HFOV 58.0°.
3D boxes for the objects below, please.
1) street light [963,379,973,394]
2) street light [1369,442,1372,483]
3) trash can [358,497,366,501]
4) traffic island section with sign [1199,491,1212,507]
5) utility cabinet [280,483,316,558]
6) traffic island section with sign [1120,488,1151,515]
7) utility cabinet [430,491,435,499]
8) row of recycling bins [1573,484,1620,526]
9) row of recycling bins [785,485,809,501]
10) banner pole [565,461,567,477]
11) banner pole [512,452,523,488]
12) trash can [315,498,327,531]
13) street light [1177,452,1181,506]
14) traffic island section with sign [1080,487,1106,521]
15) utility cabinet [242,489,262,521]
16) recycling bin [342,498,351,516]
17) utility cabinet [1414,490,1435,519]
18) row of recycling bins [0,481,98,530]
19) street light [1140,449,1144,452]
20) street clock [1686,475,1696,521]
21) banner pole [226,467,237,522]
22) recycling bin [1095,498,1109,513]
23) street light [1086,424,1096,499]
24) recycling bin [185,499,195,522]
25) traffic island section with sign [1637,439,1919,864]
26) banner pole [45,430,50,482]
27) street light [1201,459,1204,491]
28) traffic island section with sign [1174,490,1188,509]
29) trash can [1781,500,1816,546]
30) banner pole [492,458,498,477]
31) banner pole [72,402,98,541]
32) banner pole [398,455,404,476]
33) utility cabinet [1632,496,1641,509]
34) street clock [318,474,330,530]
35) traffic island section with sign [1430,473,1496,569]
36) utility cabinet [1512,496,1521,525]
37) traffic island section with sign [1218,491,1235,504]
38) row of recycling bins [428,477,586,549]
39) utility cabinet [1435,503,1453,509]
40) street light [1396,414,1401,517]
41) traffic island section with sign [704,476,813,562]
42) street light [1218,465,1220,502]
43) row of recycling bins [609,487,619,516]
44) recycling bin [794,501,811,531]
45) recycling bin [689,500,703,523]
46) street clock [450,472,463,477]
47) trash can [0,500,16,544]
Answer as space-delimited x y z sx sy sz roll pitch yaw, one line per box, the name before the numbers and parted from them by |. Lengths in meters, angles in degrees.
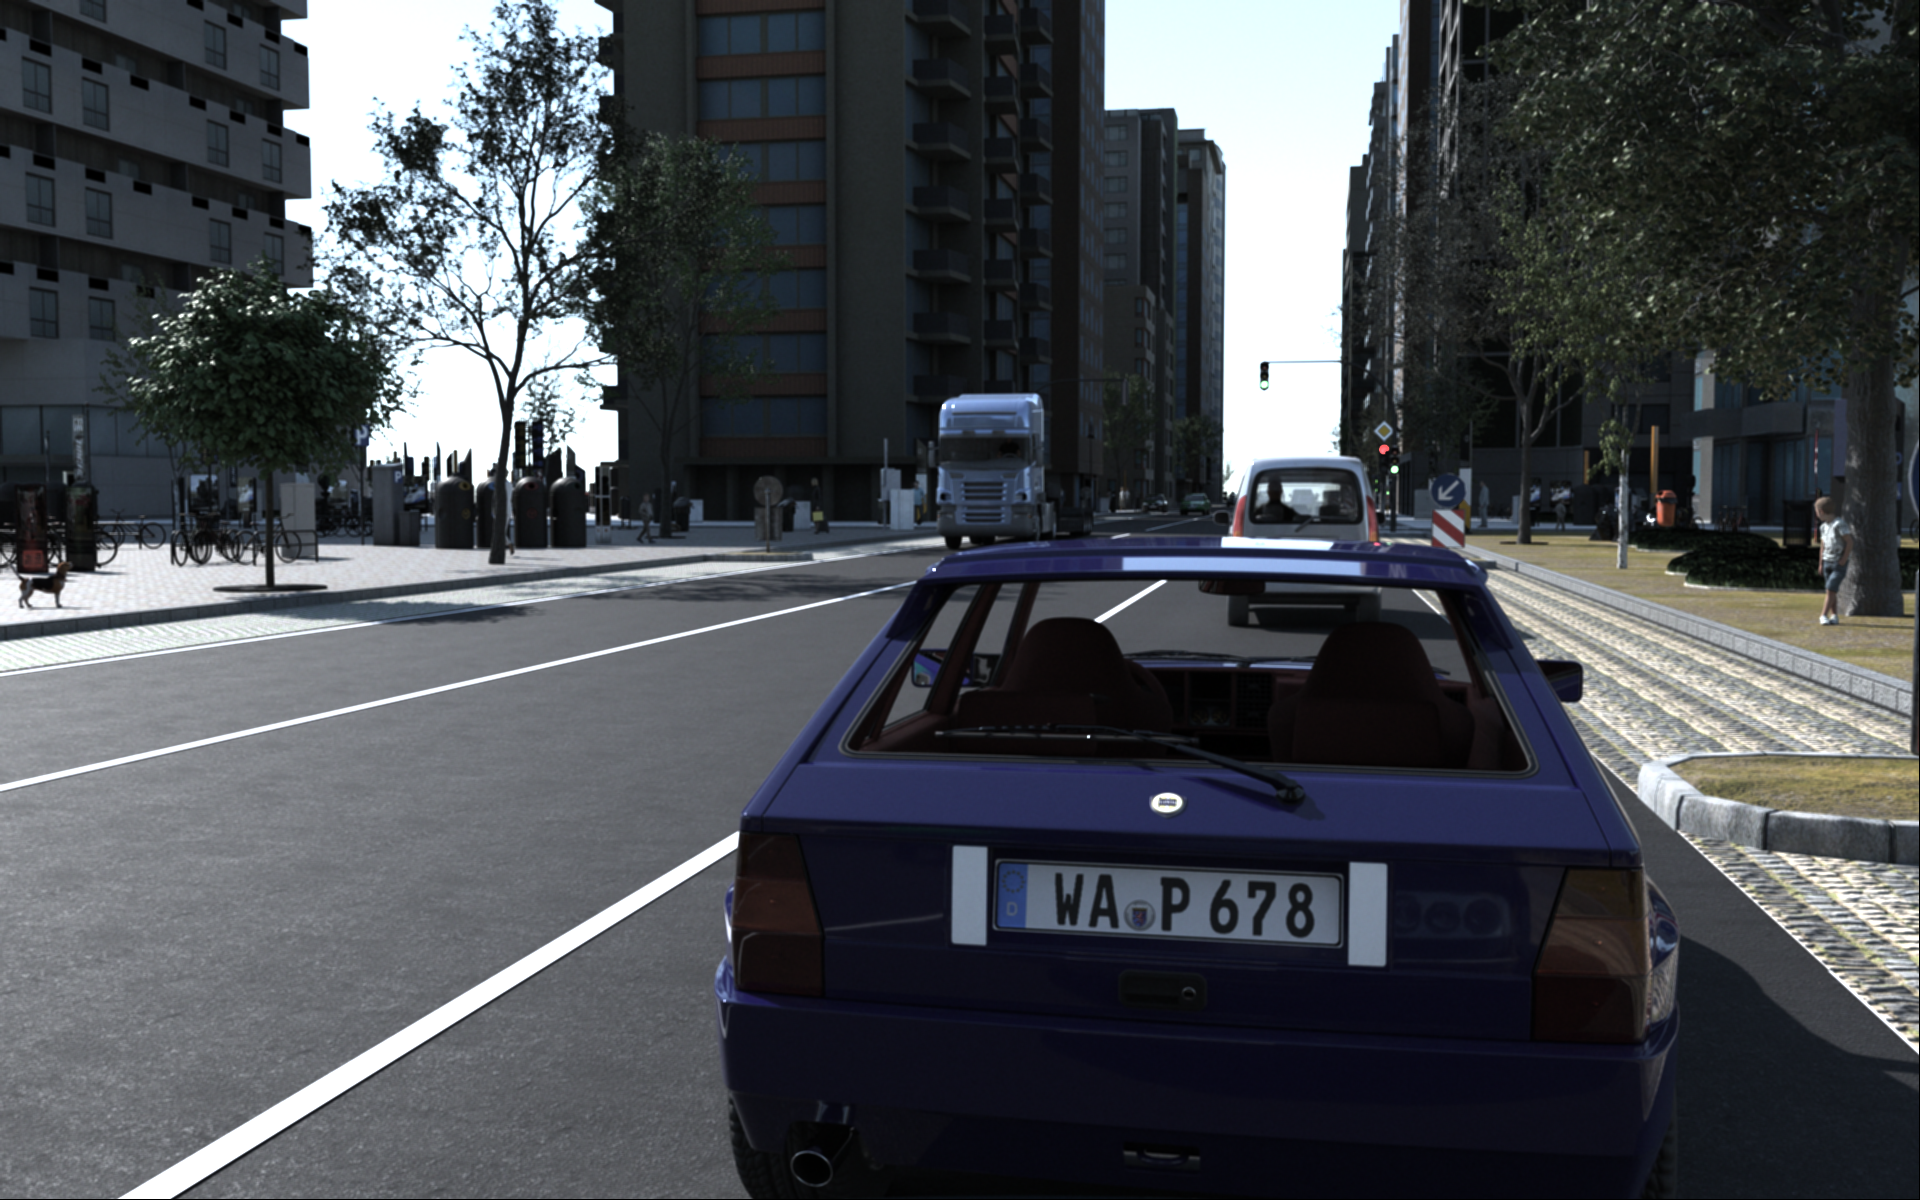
street light | 0.337 -5.931 69.757 0.468 5.910 1.993 1 4 11
street light | 32.638 -10.098 137.892 0.468 5.910 1.993 1 4 11
trash can | -33.433 -5.187 96.463 0.748 1.137 0.748 0 3 0
traffic island section with sign | 27.109 -11.308 193.521 1.989 1.847 2.006 1 4 11
utility cabinet | -13.319 -1.599 34.829 0.318 1.500 1.173 0 4 -2
traffic island section with sign | 11.992 -6.699 118.164 1.989 1.847 2.006 1 4 11
utility cabinet | -36.305 -6.831 120.365 1.173 1.500 0.318 2 4 25
row of recycling bins | 26.596 -3.948 71.656 3.534 1.692 1.069 -3 5 -40
row of recycling bins | -7.345 -4.338 78.036 1.069 1.692 3.534 0 4 -2
banner pole | -29.159 -8.500 128.995 0.401 3.779 0.863 2 4 28
banner pole | -23.048 -6.141 90.427 0.863 3.779 0.401 2 4 23
trash can | -22.207 -2.939 59.708 0.748 1.137 0.748 0 3 0
street light | 23.304 -12.950 184.520 0.468 5.910 1.993 1 4 11
traffic island section with sign | 6.681 -5.083 91.735 1.989 1.847 2.006 1 4 11
utility cabinet | -32.839 -4.381 80.308 0.318 1.500 1.173 1 4 9
recycling bin | -35.406 -5.315 99.450 0.722 1.027 0.722 2 4 25
utility cabinet | 23.263 -4.751 86.350 1.173 1.500 0.318 3 4 37
row of recycling bins | -28.145 -2.831 53.398 3.534 1.692 1.069 1 4 17
street light | 15.339 -10.527 144.902 0.468 5.910 1.993 1 4 11
street clock | 28.021 -3.785 66.450 0.358 2.002 0.471 3 4 38
banner pole | -33.779 -5.519 80.245 0.401 3.779 0.863 2 4 24
recycling bin | 9.659 -6.421 117.529 0.722 1.027 0.722 -2 4 -24
street light | 8.267 -8.359 109.460 0.468 5.910 1.993 1 4 11
recycling bin | -36.040 -4.167 80.679 0.722 1.027 0.722 -2 4 -26
traffic island section with sign | 4.097 0.067 7.531 1.989 1.847 2.006 1 4 11
banner pole | -35.685 -4.756 67.786 0.401 3.779 0.863 -1 4 -18
street light | 31.673 -15.509 226.366 0.468 5.910 1.993 1 4 11
traffic island section with sign | 21.648 -9.647 166.348 1.989 1.847 2.006 1 4 11
trash can | 19.694 -1.778 40.721 0.748 1.137 0.748 0 3 0
banner pole | -32.171 -7.957 120.117 0.401 3.779 0.863 1 4 23
banner pole | -24.043 -3.517 47.518 0.863 3.779 0.401 2 4 27
banner pole | -36.007 -7.438 111.623 0.401 3.779 0.863 1 4 11
utility cabinet | 29.153 -3.932 75.457 0.306 1.237 1.020 -2 4 -32
street clock | -22.381 -3.457 61.090 0.358 2.002 0.471 2 4 27
traffic island section with sign | 9.414 -1.553 34.022 1.989 1.847 2.006 1 4 11
utility cabinet | 23.643 -3.784 73.036 0.306 1.237 1.020 3 5 43
traffic island section with sign | 38.048 -14.640 247.994 1.989 1.847 2.006 1 4 11
row of recycling bins | -10.745 -2.099 41.438 3.534 1.692 1.069 -2 4 -27
utility cabinet | 23.640 -4.489 84.558 0.306 1.237 1.020 -2 4 -26
street light | 24.591 -7.637 97.645 0.468 5.910 1.993 1 4 11
traffic island section with sign | -4.249 -1.749 37.225 1.989 1.847 2.006 1 4 11
street light | 39.853 -17.988 266.891 0.468 5.910 1.993 1 4 11
row of recycling bins | -20.982 -5.908 103.703 1.069 1.692 3.534 -2 4 -25
recycling bin | -5.683 -2.969 61.094 0.722 1.027 0.722 -1 4 -15
recycling bin | -11.989 -3.985 77.717 0.722 1.027 0.722 -2 4 -32
street clock | -16.561 -3.211 57.065 0.471 2.002 0.358 3 5 40
trash can | -23.747 -1.919 43.022 0.748 1.137 0.748 0 3 0
